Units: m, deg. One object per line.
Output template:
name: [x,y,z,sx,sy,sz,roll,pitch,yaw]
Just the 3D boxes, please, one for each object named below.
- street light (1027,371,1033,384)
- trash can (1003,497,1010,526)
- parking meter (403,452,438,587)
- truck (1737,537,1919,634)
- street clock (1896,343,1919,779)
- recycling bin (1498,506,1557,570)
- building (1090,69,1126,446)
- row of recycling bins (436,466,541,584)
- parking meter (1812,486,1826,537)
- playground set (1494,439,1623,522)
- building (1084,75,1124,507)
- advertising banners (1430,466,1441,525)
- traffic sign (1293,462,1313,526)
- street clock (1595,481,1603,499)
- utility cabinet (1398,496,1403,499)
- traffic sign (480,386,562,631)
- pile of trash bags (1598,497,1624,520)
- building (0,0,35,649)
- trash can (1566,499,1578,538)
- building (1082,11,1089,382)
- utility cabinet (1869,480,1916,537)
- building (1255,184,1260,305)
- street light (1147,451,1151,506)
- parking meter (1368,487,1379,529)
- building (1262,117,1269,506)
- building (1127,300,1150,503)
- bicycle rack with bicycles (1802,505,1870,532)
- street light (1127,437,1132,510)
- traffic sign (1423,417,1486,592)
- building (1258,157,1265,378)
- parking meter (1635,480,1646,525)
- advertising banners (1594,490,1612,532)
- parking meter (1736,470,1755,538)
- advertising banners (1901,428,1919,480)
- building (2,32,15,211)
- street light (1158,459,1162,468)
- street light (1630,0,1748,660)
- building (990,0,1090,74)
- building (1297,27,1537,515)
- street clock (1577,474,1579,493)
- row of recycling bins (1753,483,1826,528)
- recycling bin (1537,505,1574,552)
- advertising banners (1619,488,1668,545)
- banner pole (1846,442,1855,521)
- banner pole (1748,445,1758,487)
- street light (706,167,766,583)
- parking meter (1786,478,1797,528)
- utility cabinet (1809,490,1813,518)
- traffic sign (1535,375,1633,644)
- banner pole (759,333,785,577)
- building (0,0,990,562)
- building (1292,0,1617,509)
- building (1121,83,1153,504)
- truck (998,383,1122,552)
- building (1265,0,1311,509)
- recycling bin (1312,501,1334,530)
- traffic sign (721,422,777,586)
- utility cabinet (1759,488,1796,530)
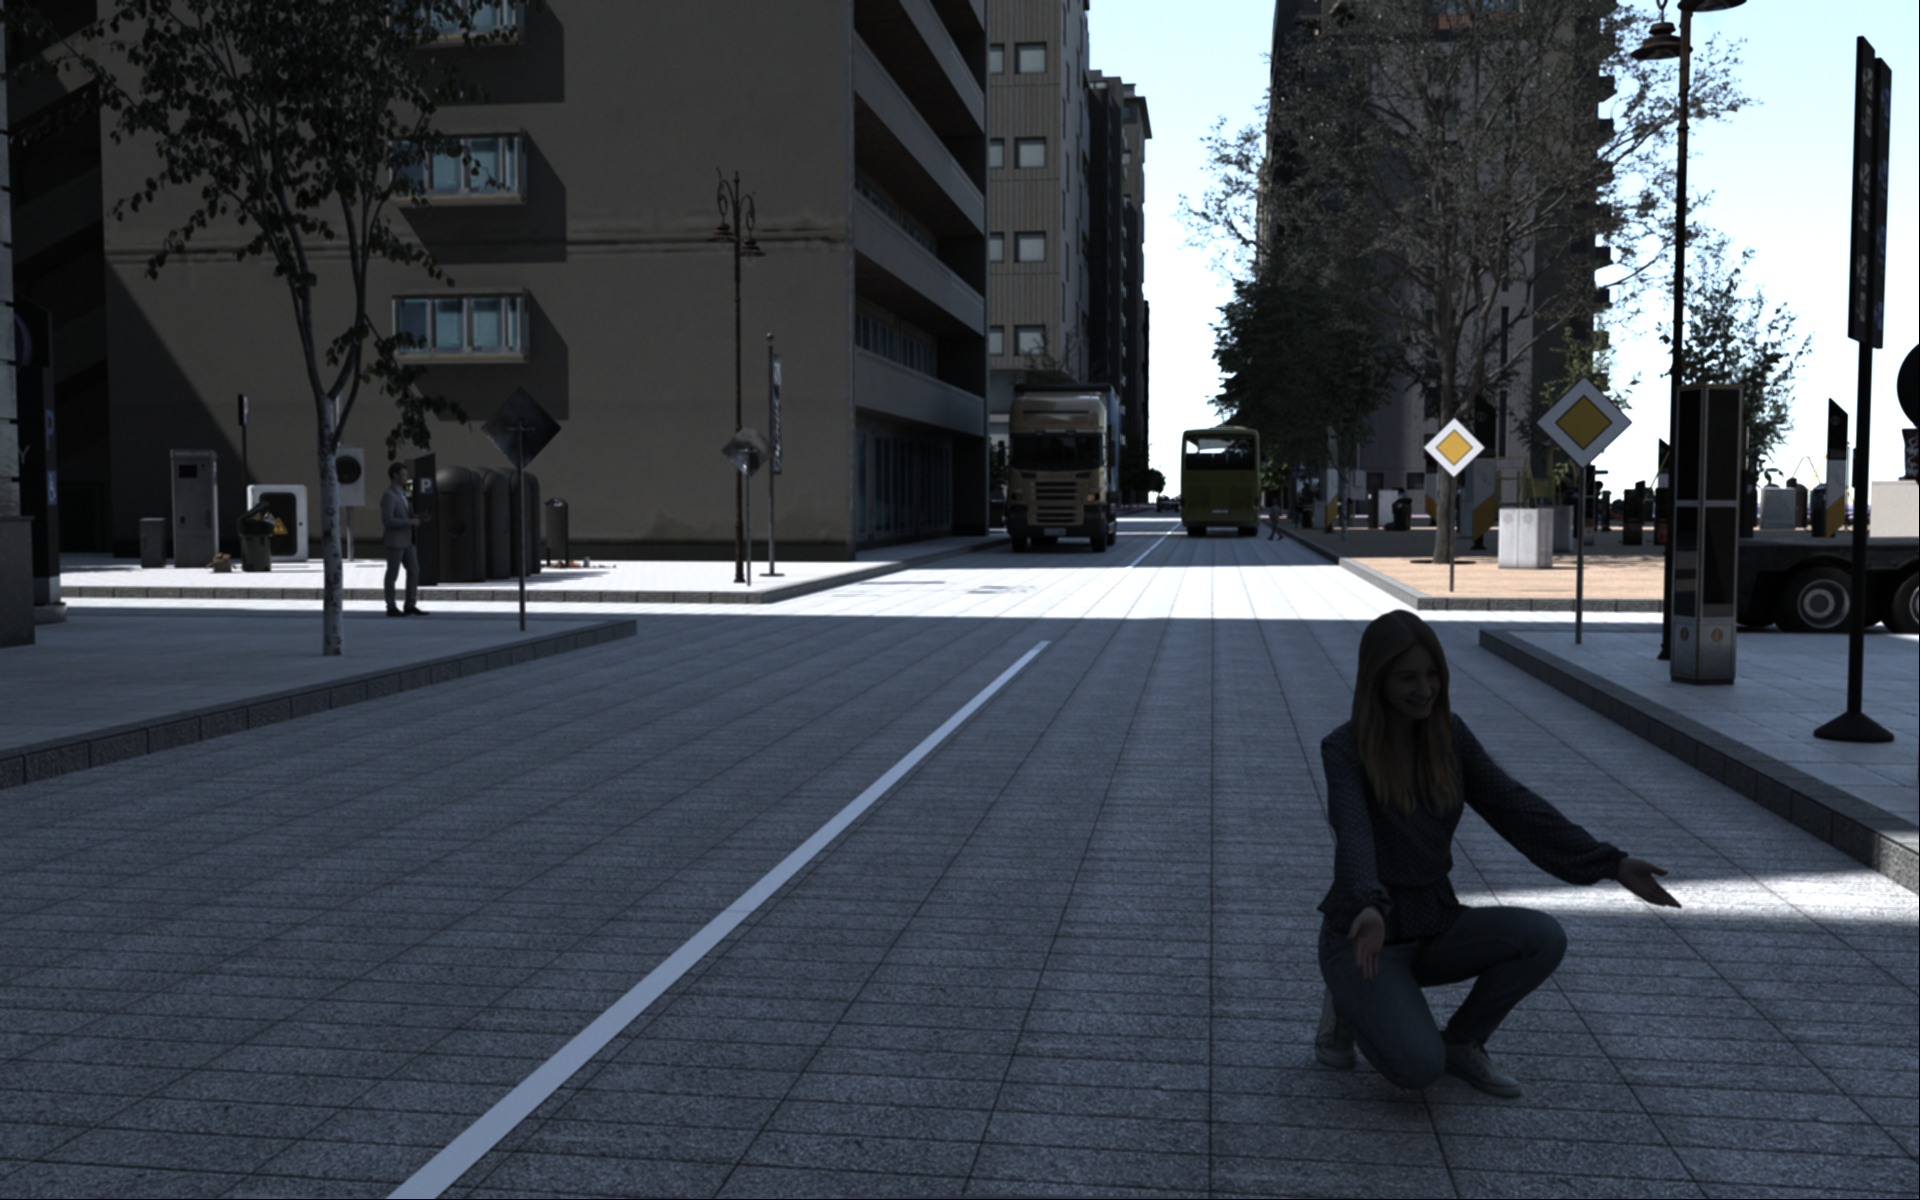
street light: [2.625,-5.669,65.470,0.468,5.910,1.993,1,4,8]
trash can: [2.048,-3.486,68.648,0.748,1.137,0.748,0,3,0]
parking meter: [-7.521,-1.126,24.129,0.255,1.863,0.399,3,4,37]
truck: [16.830,-1.631,16.419,18.799,4.110,2.967,0,4,8]
street clock: [4.401,-0.188,7.642,0.471,2.002,0.358,0,4,6]
recycling bin: [9.751,-1.058,29.846,0.722,1.027,0.722,3,4,38]
building: [7.525,-35.472,199.574,23.786,49.044,30.456,1,4,8]
row of recycling bins: [-7.207,-1.183,26.462,1.069,1.692,3.534,0,4,3]
parking meter: [25.656,-2.648,51.703,0.372,1.533,0.369,0,3,0]
playground set: [28.167,-5.800,81.602,5.637,4.214,5.302,1,4,12]
building: [8.148,-29.482,165.627,14.154,41.232,14.086,1,4,8]
advertising banners: [19.907,-4.652,72.245,0.090,3.025,2.074,0,4,3]
traffic sign: [13.575,-4.189,68.592,0.768,2.556,0.104,1,4,15]
street clock: [34.340,-5.421,93.209,0.471,2.002,0.358,0,4,1]
utility cabinet: [20.278,-4.251,80.671,0.306,1.237,1.020,3,5,39]
traffic sign: [-4.095,-0.766,16.168,0.795,2.450,0.064,1,4,8]
pile of trash bags: [32.017,-4.738,87.222,3.447,1.369,1.912,1,4,18]
building: [-20.708,-13.020,10.146,25.104,27.353,12.463,1,4,8]
trash can: [18.152,-2.394,50.800,0.748,1.137,0.748,0,3,0]
building: [0.512,-50.761,142.618,22.319,86.520,31.000,1,4,8]
utility cabinet: [15.085,-1.148,27.445,0.318,1.500,1.173,-2,4,-35]
building: [52.155,-37.803,241.775,21.300,48.544,21.600,1,4,8]
street light: [19.929,-12.862,183.075,0.468,5.910,1.993,1,4,8]
parking meter: [15.268,-3.396,63.941,0.372,1.533,0.369,0,3,0]
building: [40.199,-30.915,189.053,14.154,41.232,14.086,1,4,8]
building: [19.906,-29.190,248.963,14.160,30.474,14.107,1,4,8]
bicycle rack with bicycles: [30.363,-2.752,58.378,2.852,0.926,2.925,-1,4,-13]
street light: [13.750,-10.279,140.847,0.468,5.910,1.993,1,4,8]
traffic sign: [6.453,-1.164,22.679,0.795,2.450,0.064,1,4,8]
building: [45.780,-35.089,223.819,14.600,45.320,14.200,1,4,8]
parking meter: [28.414,-4.080,72.415,0.399,1.863,0.255,3,5,41]
advertising banners: [21.881,-3.885,59.710,0.090,3.025,2.074,-1,4,-11]
parking meter: [18.751,-2.181,41.368,0.399,1.863,0.255,-2,4,-28]
advertising banners: [25.854,-3.016,45.500,2.074,3.025,0.090,2,4,30]
building: [-39.057,-12.123,43.258,28.899,21.520,27.650,1,4,8]
street light: [25.900,-15.377,224.207,0.468,5.910,1.993,1,4,8]
street light: [5.511,-2.476,13.268,0.468,5.910,1.993,1,4,8]
building: [-5.592,-32.129,114.552,28.713,52.752,27.495,1,4,8]
building: [28.834,-20.818,112.077,14.160,30.474,14.107,1,4,8]
street clock: [22.133,-3.491,61.652,0.358,2.002,0.471,0,4,4]
row of recycling bins: [31.633,-3.627,66.410,3.534,1.692,1.069,2,4,33]
recycling bin: [13.218,-1.586,38.484,0.722,1.027,0.722,2,4,24]
advertising banners: [17.587,-2.878,43.247,2.074,3.025,0.090,1,4,11]
banner pole: [42.771,-5.682,82.923,0.863,3.779,0.401,1,4,23]
banner pole: [35.384,-5.363,77.698,0.401,3.779,0.863,-2,4,-33]
street light: [-3.192,-3.189,24.922,0.468,5.910,1.993,1,4,8]
parking meter: [30.172,-3.498,62.897,0.255,1.863,0.399,0,4,3]
utility cabinet: [45.453,-5.073,91.627,1.173,1.500,0.318,-2,4,-31]
traffic sign: [5.296,-0.681,14.778,0.795,2.450,0.064,1,4,8]
banner pole: [-2.911,-2.277,27.251,0.401,3.779,0.863,1,4,9]
building: [-11.156,-25.645,42.996,21.300,48.544,21.600,1,4,8]
building: [36.775,-29.211,132.231,22.147,44.769,28.867,1,4,8]
building: [10.450,-39.108,228.653,28.713,52.752,27.495,1,4,8]
truck: [2.884,-3.503,46.196,2.839,4.237,11.283,0,4,7]
building: [39.091,-32.632,157.232,21.300,48.544,21.600,1,4,8]
recycling bin: [13.077,-3.051,62.430,0.722,1.027,0.722,0,4,7]
traffic sign: [-2.939,-1.249,24.069,0.795,2.450,0.064,1,4,8]
utility cabinet: [28.919,-3.214,61.230,1.173,1.500,0.318,0,4,-8]
